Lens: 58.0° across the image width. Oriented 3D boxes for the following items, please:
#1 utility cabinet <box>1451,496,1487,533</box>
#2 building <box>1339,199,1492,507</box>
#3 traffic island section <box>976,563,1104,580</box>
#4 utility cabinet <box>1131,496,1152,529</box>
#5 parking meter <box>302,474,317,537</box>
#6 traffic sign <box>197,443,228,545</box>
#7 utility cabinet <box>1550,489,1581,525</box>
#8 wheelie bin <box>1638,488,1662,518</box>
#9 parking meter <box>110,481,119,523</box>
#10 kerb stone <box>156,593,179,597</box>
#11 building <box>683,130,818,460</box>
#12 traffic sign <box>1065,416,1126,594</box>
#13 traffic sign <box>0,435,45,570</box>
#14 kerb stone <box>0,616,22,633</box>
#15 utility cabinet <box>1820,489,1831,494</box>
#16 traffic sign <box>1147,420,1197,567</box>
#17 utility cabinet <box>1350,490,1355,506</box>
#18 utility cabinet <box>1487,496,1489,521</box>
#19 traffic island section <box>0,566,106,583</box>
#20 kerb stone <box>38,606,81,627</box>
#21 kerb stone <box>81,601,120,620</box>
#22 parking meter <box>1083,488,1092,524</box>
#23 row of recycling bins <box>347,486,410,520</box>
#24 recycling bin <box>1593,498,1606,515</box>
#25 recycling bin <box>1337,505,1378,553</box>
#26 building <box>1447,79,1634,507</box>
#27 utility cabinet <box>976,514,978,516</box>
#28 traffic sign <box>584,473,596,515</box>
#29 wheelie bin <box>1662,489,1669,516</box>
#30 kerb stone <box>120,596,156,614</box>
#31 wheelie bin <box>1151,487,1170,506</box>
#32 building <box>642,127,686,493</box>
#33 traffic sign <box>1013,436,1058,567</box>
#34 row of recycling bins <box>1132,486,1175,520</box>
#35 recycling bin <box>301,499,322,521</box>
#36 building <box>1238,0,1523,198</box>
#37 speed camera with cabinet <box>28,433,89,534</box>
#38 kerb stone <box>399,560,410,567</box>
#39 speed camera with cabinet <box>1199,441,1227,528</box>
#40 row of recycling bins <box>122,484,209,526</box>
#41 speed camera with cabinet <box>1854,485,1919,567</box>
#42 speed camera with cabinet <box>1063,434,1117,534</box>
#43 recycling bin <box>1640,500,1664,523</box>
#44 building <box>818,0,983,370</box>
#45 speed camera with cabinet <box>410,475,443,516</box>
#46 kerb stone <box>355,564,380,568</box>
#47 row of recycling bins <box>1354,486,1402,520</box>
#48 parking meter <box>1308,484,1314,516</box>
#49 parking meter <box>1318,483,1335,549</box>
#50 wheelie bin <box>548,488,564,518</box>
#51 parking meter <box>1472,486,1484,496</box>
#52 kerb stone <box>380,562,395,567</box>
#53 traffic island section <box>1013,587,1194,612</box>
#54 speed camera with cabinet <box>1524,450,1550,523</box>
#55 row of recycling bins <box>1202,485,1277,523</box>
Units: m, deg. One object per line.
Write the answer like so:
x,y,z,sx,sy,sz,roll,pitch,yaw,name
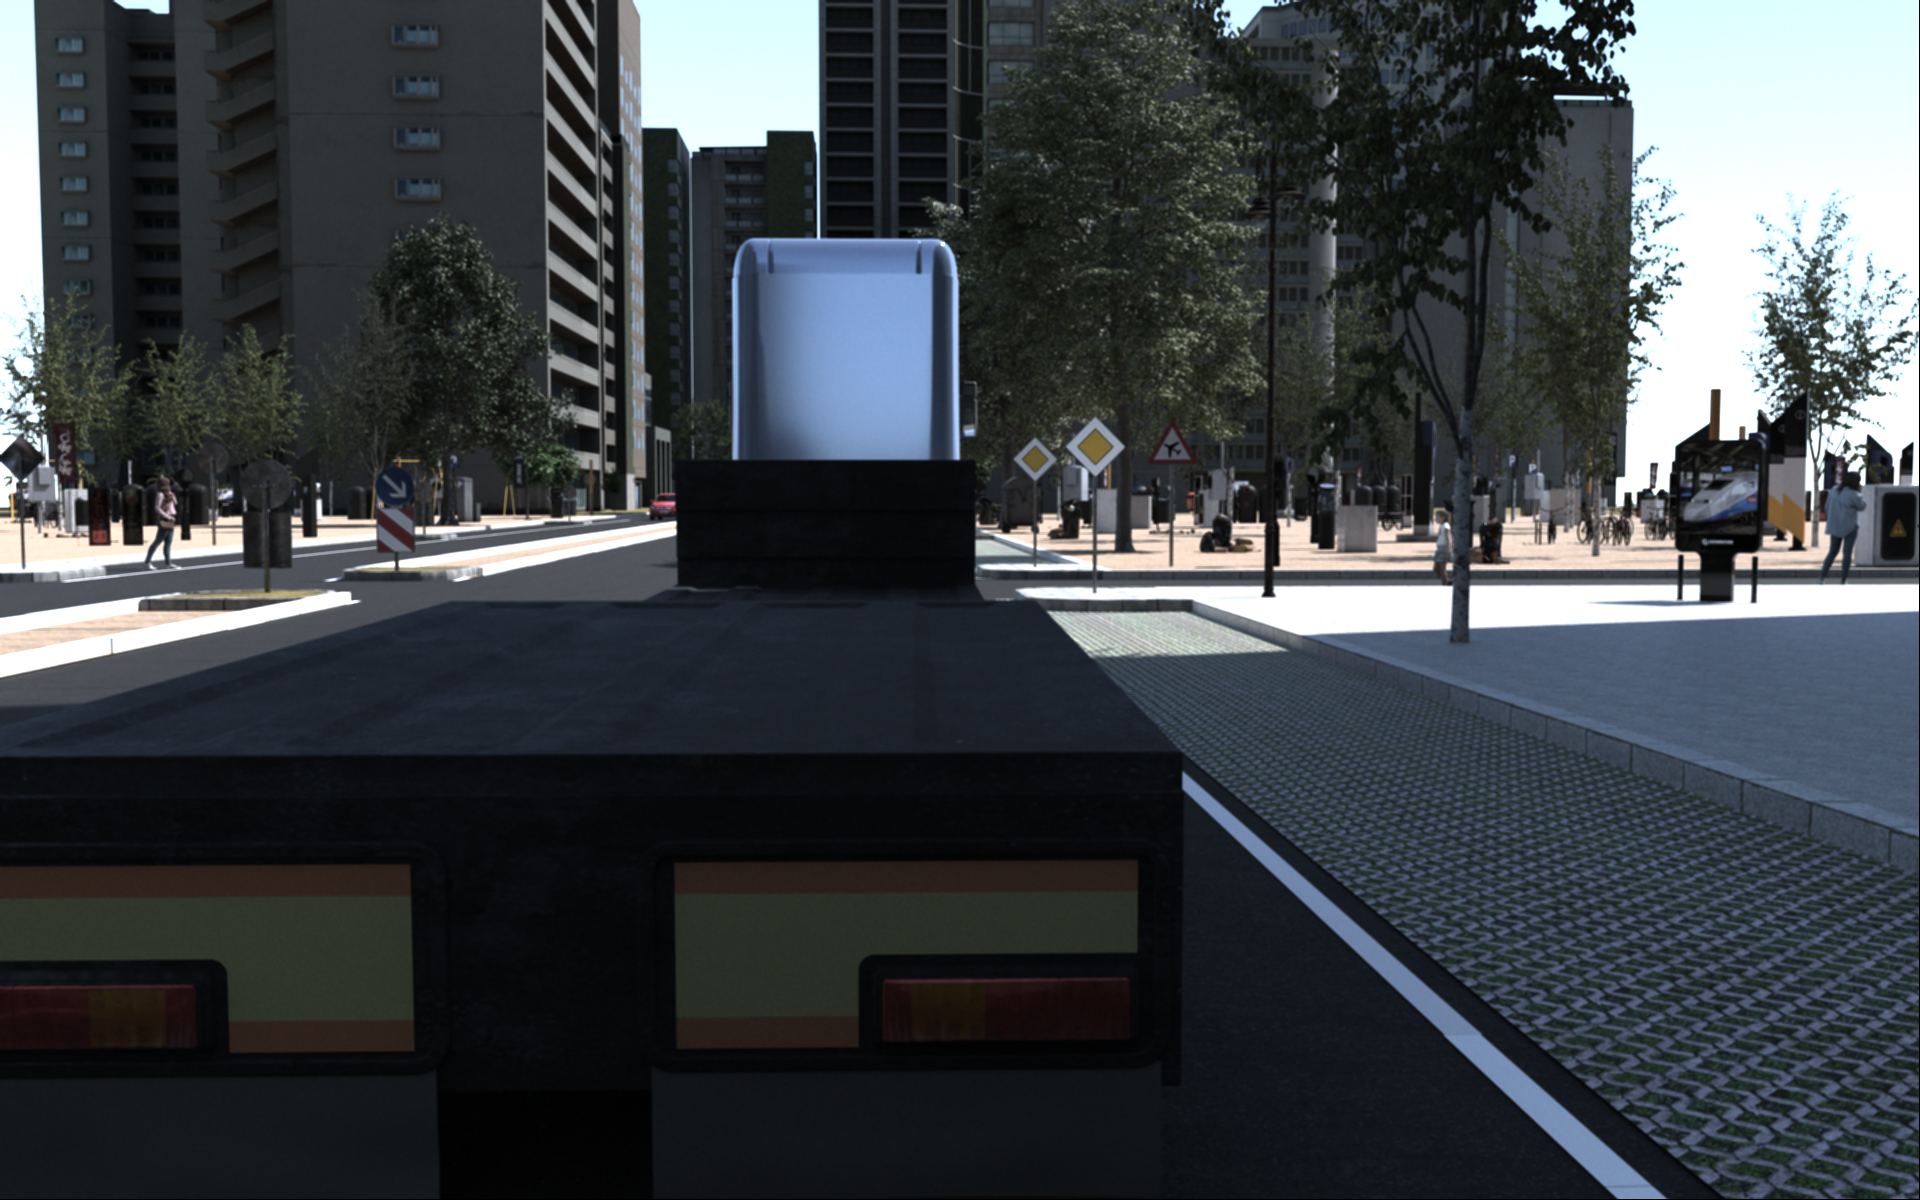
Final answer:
16.794,-2.821,57.282,1.020,1.237,0.306,1,4,20,utility cabinet
43.803,-24.560,173.251,14.107,30.474,14.160,0,4,-3,building
1.334,-0.493,30.343,2.009,0.180,2.903,0,4,-3,traffic island section
6.550,-3.223,63.861,1.020,1.237,0.306,2,4,30,utility cabinet
-19.312,-2.795,51.402,0.399,1.863,0.255,2,4,32,parking meter
-18.711,-2.647,43.378,0.768,2.556,0.104,0,4,-1,traffic sign
24.541,-3.764,70.214,1.173,1.500,0.318,1,4,15,utility cabinet
36.874,-5.203,92.979,0.693,1.594,0.980,-1,4,-22,wheelie bin
-38.156,-4.433,78.197,0.255,1.863,0.399,-3,5,-40,parking meter
-10.081,0.016,22.006,0.120,0.150,1.000,0,4,-3,kerb stone
-23.246,-31.442,197.669,14.086,41.232,14.154,0,4,-3,building
1.735,-1.141,22.291,0.795,2.450,0.064,0,4,-3,traffic sign
-15.910,-1.574,29.372,0.795,2.450,0.064,0,4,-3,traffic sign
-9.864,0.269,17.916,0.120,0.150,1.000,0,4,-3,kerb stone
42.146,-4.596,83.817,1.173,1.500,0.318,-1,4,-23,utility cabinet
3.732,-1.868,30.540,0.884,2.594,0.081,0,4,0,traffic sign
23.133,-5.612,100.428,1.173,1.500,0.318,-3,4,-37,utility cabinet
20.033,-3.418,67.042,0.306,1.237,1.020,-2,4,-25,utility cabinet
-15.933,-0.437,29.433,2.009,0.180,2.903,0,4,-3,traffic island section
-9.929,0.199,18.939,0.120,0.150,1.000,0,4,-3,kerb stone
-9.989,0.137,19.959,0.120,0.150,1.000,0,4,-3,kerb stone
5.464,-4.014,74.037,0.372,1.533,0.369,0,3,0,parking meter
-29.477,-4.949,88.024,1.069,1.692,3.534,2,4,34,row of recycling bins
38.651,-5.631,104.627,0.722,1.027,0.722,1,4,22,recycling bin
8.773,-1.573,38.267,0.722,1.027,0.722,0,4,-3,recycling bin
57.853,-30.035,174.660,14.086,41.232,14.154,0,4,-3,building
0.705,-5.472,98.152,0.318,1.500,1.173,-1,4,-17,utility cabinet
-22.381,-6.396,104.686,0.768,2.556,0.104,0,4,5,traffic sign
41.924,-5.840,103.398,0.980,1.594,0.693,-3,5,-43,wheelie bin
-10.037,0.074,20.981,0.120,0.150,1.000,0,4,-3,kerb stone
9.426,-4.490,81.327,0.980,1.594,0.693,-1,4,-10,wheelie bin
-37.978,-31.351,196.188,14.086,41.232,14.154,0,4,-3,building
1.311,-1.628,30.264,0.795,2.450,0.064,0,4,-3,traffic sign
9.159,-4.780,85.264,1.069,1.692,3.534,-3,5,-44,row of recycling bins
-30.984,-4.293,82.738,0.722,1.027,0.722,1,4,9,recycling bin
47.944,-40.464,203.584,28.212,58.520,21.231,0,4,-3,building
-29.298,-3.812,56.667,2.038,3.252,0.660,-3,5,-43,speed camera with cabinet
-10.662,-0.649,32.806,0.120,0.150,1.000,0,4,-3,kerb stone
9.593,-4.373,65.833,0.660,3.252,2.038,0,4,-6,speed camera with cabinet
-32.176,-3.864,70.281,1.069,1.692,3.534,2,4,35,row of recycling bins
16.961,-2.220,30.634,2.038,3.252,0.660,0,4,-8,speed camera with cabinet
4.397,-3.800,56.464,2.038,3.252,0.660,2,4,29,speed camera with cabinet
30.463,-3.894,76.218,0.722,1.027,0.722,-3,4,-39,recycling bin
-5.741,-46.617,200.433,20.611,71.187,20.563,0,4,-3,building
-30.954,-6.462,99.993,2.038,3.252,0.660,-1,4,-20,speed camera with cabinet
-10.554,-0.520,30.758,0.120,0.150,1.000,0,4,-3,kerb stone
20.769,-4.750,84.776,3.534,1.692,1.069,-2,4,-33,row of recycling bins
20.203,-5.739,99.539,0.399,1.863,0.255,-3,5,-43,parking meter
8.540,-1.951,40.302,0.372,1.533,0.369,0,3,0,parking meter
-21.466,-5.162,92.308,0.980,1.594,0.693,-1,4,-15,wheelie bin
17.336,-3.031,57.975,0.372,1.533,0.369,0,3,0,parking meter
-10.603,-0.586,31.781,0.120,0.150,1.000,0,4,-3,kerb stone
1.758,-0.005,22.369,2.009,0.180,2.903,0,4,-3,traffic island section
26.404,-5.134,78.271,2.038,3.252,0.660,-2,4,-32,speed camera with cabinet
12.358,-4.289,77.235,3.534,1.692,1.069,0,4,8,row of recycling bins
